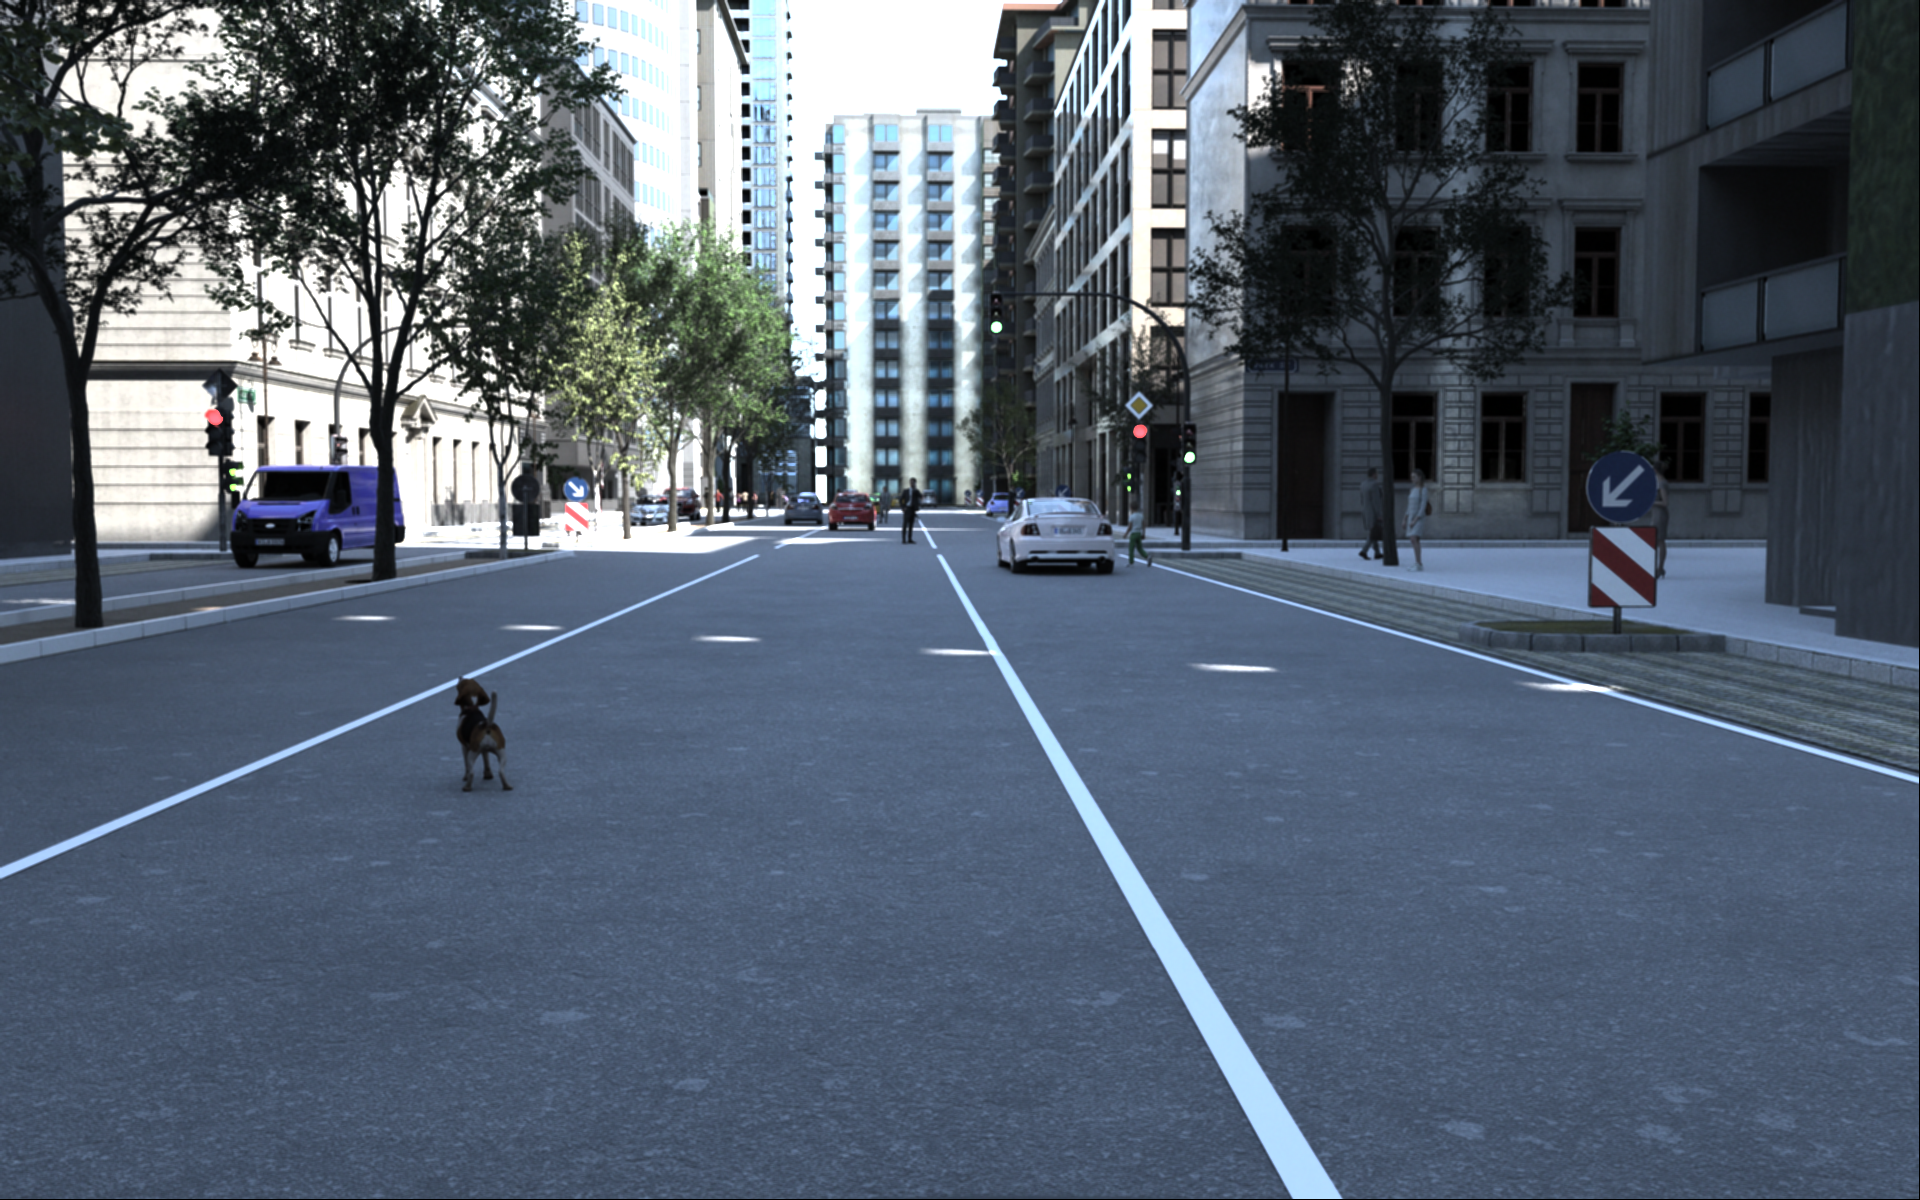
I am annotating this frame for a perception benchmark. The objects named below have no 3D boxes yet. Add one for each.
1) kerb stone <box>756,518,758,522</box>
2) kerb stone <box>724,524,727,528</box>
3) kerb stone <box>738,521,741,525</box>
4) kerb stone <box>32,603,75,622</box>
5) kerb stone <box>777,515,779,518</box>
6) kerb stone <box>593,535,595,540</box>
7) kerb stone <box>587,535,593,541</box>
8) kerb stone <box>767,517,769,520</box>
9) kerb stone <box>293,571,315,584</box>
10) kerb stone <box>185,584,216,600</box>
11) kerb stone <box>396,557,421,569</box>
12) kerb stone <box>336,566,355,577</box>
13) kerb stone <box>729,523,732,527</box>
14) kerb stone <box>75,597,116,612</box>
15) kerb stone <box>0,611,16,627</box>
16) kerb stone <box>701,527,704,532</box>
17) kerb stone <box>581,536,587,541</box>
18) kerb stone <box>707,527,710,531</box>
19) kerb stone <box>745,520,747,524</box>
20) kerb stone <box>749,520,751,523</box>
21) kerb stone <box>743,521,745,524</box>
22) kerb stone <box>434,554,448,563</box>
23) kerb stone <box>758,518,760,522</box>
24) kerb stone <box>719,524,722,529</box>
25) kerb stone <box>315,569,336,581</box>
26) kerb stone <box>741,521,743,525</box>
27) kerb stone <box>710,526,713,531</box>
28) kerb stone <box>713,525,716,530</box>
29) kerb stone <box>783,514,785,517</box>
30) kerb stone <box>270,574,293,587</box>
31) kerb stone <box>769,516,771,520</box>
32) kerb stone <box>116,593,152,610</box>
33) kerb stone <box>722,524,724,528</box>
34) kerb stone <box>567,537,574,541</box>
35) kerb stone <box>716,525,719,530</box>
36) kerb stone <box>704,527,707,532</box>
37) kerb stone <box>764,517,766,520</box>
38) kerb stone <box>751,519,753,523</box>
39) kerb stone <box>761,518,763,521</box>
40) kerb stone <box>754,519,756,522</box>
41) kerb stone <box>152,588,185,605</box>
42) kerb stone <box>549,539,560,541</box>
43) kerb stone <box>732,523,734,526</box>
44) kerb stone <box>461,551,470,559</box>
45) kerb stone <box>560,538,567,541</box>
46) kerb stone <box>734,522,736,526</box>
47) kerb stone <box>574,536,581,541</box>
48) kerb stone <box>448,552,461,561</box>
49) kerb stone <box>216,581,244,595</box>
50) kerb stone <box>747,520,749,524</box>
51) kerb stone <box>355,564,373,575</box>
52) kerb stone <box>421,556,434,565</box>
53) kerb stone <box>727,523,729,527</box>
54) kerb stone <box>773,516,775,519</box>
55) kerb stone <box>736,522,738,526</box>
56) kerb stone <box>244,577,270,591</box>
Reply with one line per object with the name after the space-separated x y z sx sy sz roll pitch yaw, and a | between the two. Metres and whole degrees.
-10.482 -4.019 87.904 0.120 0.150 1.000 0 4 -2 | kerb stone
-9.980 -3.079 72.529 0.120 0.150 1.000 0 4 -2 | kerb stone
-10.191 -3.451 78.682 0.120 0.150 1.000 0 4 -2 | kerb stone
-10.374 0.155 19.663 0.120 0.150 1.000 0 4 -2 | kerb stone
-10.956 -4.897 102.257 0.120 0.150 1.000 0 4 -2 | kerb stone
-11.493 -1.938 54.031 0.120 0.150 1.000 0 4 -2 | kerb stone
-11.454 -1.885 53.009 0.120 0.150 1.000 0 4 -2 | kerb stone
-10.722 -4.458 95.083 0.120 0.150 1.000 0 4 -2 | kerb stone
-10.640 -0.346 27.857 0.120 0.150 1.000 0 4 -2 | kerb stone
-10.504 -0.096 23.769 0.120 0.150 1.000 0 4 -2 | kerb stone
-10.838 -0.722 33.996 0.120 0.150 1.000 0 4 -2 | kerb stone
-10.707 -0.468 29.907 0.120 0.150 1.000 0 4 -2 | kerb stone
-10.053 -3.201 74.589 0.120 0.150 1.000 0 4 -2 | kerb stone
-10.402 0.095 20.691 0.120 0.150 1.000 0 4 -2 | kerb stone
-10.328 0.221 18.642 0.120 0.150 1.000 0 4 -2 | kerb stone
-9.724 -2.578 64.337 0.120 0.150 1.000 0 4 -2 | kerb stone
-11.411 -1.822 51.987 0.120 0.150 1.000 0 4 -2 | kerb stone
-9.791 -2.703 66.388 0.120 0.150 1.000 0 4 -2 | kerb stone
-10.297 -3.642 81.750 0.120 0.150 1.000 0 4 -2 | kerb stone
-10.356 -3.768 83.800 0.120 0.150 1.000 0 4 -2 | kerb stone
-10.250 -3.580 80.727 0.120 0.150 1.000 0 4 -2 | kerb stone
-10.904 -0.847 36.039 0.120 0.150 1.000 0 4 -2 | kerb stone
-10.524 -4.078 88.935 0.120 0.150 1.000 0 4 -2 | kerb stone
-9.922 -2.953 70.481 0.120 0.150 1.000 0 4 -2 | kerb stone
-10.673 -0.409 28.886 0.120 0.150 1.000 0 4 -2 | kerb stone
-10.218 -3.517 79.705 0.120 0.150 1.000 0 4 -2 | kerb stone
-9.825 -2.764 67.415 0.120 0.150 1.000 0 4 -2 | kerb stone
-9.849 -2.821 68.438 0.120 0.150 1.000 0 4 -2 | kerb stone
-11.115 -5.209 107.397 0.120 0.150 1.000 0 4 -2 | kerb stone
-10.608 -0.279 26.836 0.120 0.150 1.000 0 4 -2 | kerb stone
-10.749 -4.517 96.114 0.120 0.150 1.000 0 4 -2 | kerb stone
-10.441 0.029 21.716 0.120 0.150 1.000 0 4 -2 | kerb stone
-9.958 -3.016 71.503 0.120 0.150 1.000 0 4 -2 | kerb stone
-11.353 -1.697 49.944 0.120 0.150 1.000 0 4 -2 | kerb stone
-9.889 -2.891 69.459 0.120 0.150 1.000 0 4 -2 | kerb stone
-9.754 -2.640 65.361 0.120 0.150 1.000 0 4 -2 | kerb stone
-10.650 -4.332 93.022 0.120 0.150 1.000 0 4 -2 | kerb stone
-10.389 -3.828 84.824 0.120 0.150 1.000 0 4 -2 | kerb stone
-10.589 -4.206 90.978 0.120 0.150 1.000 0 4 -2 | kerb stone
-10.458 -3.956 86.882 0.120 0.150 1.000 0 4 -2 | kerb stone
-10.476 -0.031 22.739 0.120 0.150 1.000 0 4 -2 | kerb stone
-11.293 -1.571 47.900 0.120 0.150 1.000 0 4 -2 | kerb stone
-10.092 -3.262 75.611 0.120 0.150 1.000 0 4 -2 | kerb stone
-10.970 -0.967 38.082 0.120 0.150 1.000 0 4 -2 | kerb stone
-11.323 -1.628 48.922 0.120 0.150 1.000 0 4 -2 | kerb stone
-10.119 -3.321 76.636 0.120 0.150 1.000 0 4 -2 | kerb stone
-11.391 -1.760 50.965 0.120 0.150 1.000 0 4 -2 | kerb stone
-10.932 -0.909 37.061 0.120 0.150 1.000 0 4 -2 | kerb stone
-10.539 -0.159 24.792 0.120 0.150 1.000 0 4 -2 | kerb stone
-10.317 -3.705 82.772 0.120 0.150 1.000 0 4 -2 | kerb stone
-10.740 -0.534 30.929 0.120 0.150 1.000 0 4 -2 | kerb stone
-10.877 -0.783 35.018 0.120 0.150 1.000 0 4 -2 | kerb stone
-10.017 -3.137 73.564 0.120 0.150 1.000 0 4 -2 | kerb stone
-10.858 -4.704 99.184 0.120 0.150 1.000 0 4 -2 | kerb stone
-10.158 -3.388 77.657 0.120 0.150 1.000 0 4 -2 | kerb stone
-10.569 -0.218 25.814 0.120 0.150 1.000 0 4 -2 | kerb stone
